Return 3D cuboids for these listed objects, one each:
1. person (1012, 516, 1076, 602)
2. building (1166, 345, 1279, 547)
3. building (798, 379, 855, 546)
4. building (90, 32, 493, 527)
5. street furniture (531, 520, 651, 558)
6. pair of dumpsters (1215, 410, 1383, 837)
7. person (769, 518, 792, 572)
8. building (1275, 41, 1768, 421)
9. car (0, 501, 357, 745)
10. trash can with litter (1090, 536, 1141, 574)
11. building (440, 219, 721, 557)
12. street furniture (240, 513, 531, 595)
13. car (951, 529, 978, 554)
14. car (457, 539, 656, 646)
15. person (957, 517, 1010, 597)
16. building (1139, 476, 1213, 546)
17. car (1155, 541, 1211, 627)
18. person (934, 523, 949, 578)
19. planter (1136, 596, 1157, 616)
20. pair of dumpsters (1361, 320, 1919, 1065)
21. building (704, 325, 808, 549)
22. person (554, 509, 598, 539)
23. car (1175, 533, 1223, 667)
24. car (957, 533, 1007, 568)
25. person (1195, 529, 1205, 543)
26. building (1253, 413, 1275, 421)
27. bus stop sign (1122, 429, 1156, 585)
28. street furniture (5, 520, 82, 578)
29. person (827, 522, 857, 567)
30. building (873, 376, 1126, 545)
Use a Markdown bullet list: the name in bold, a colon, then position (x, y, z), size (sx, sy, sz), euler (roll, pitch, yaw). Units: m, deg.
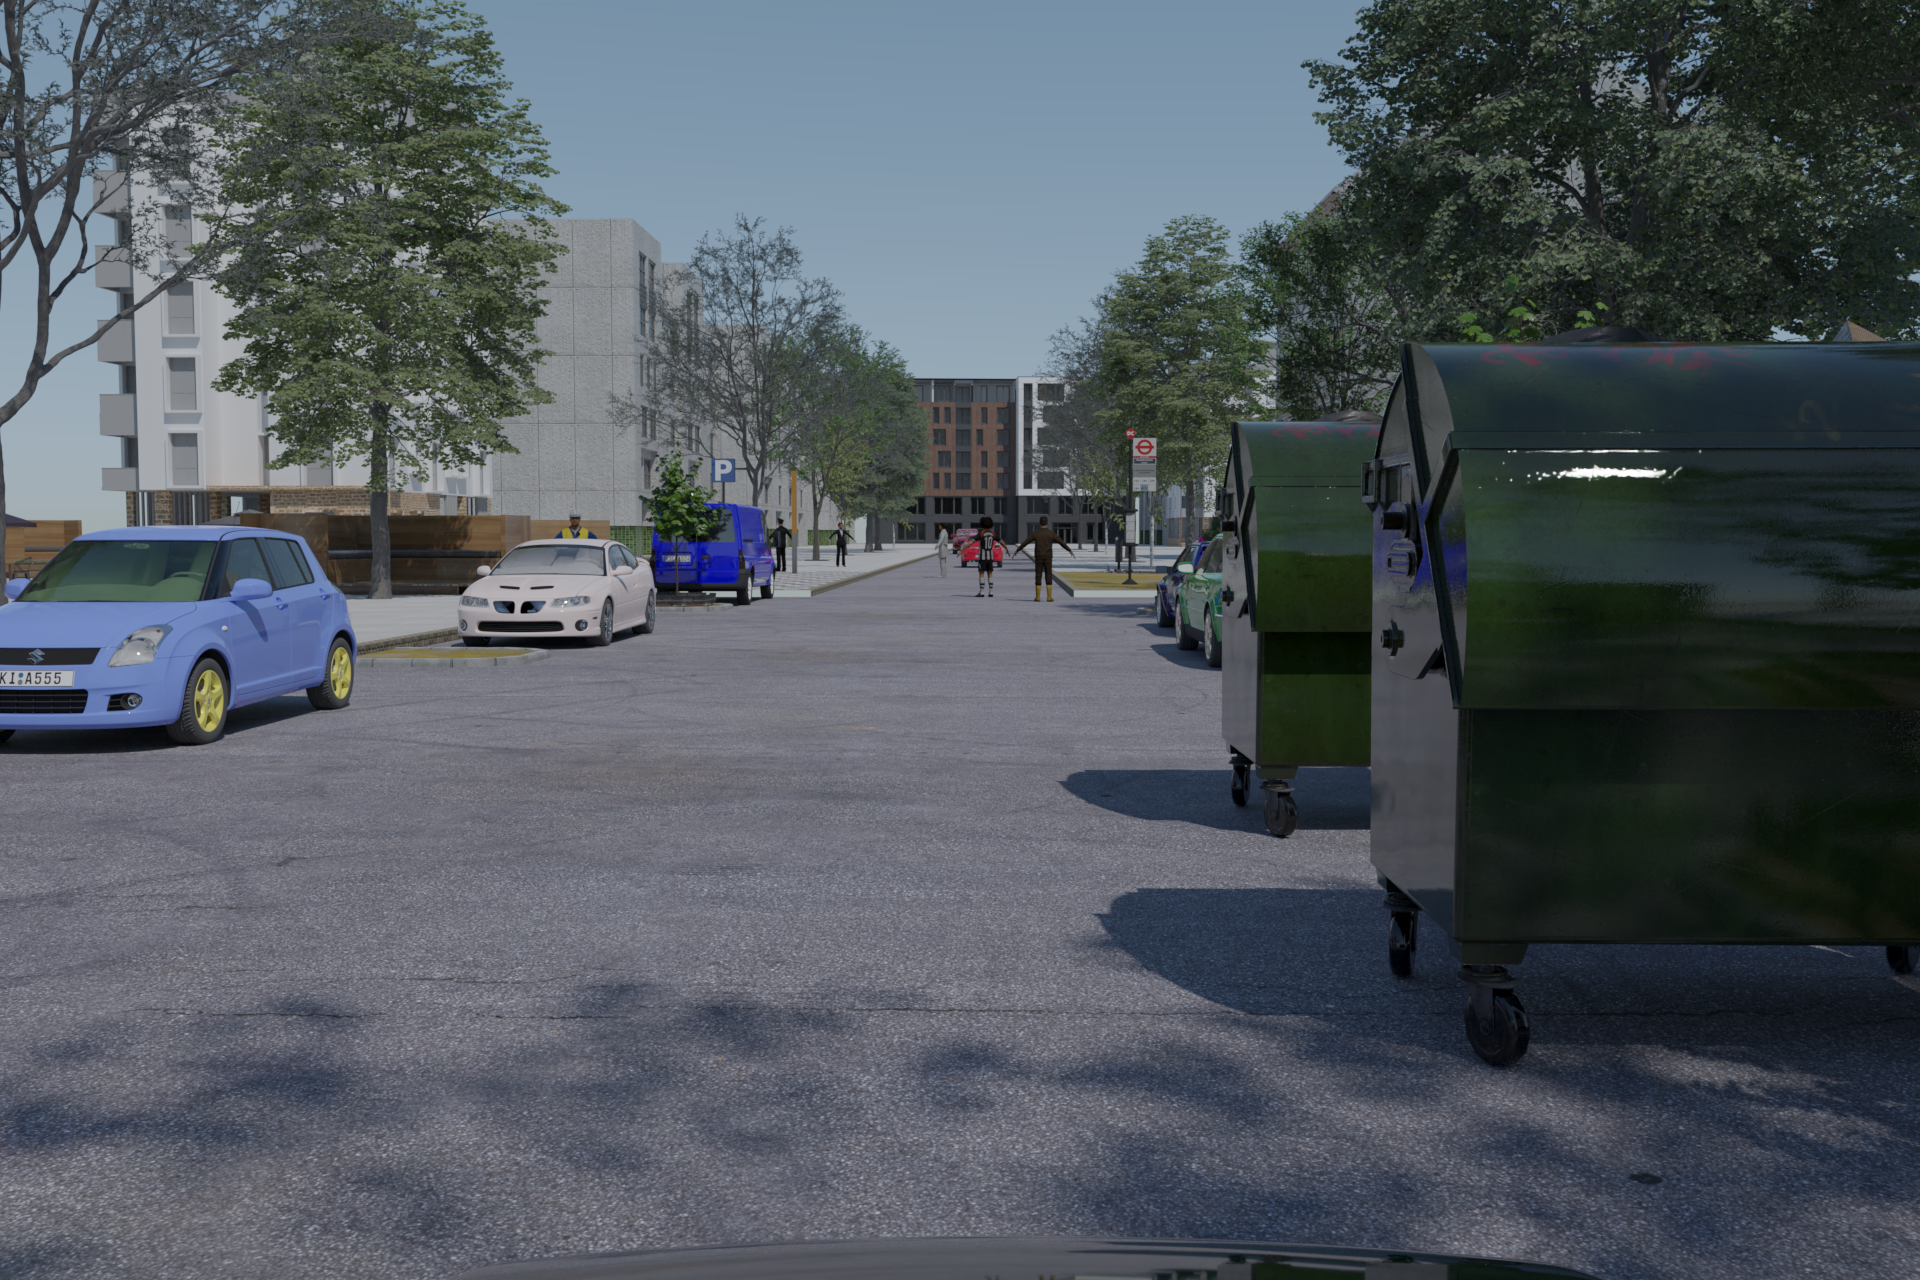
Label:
- **person**: position (1.771, -1.718, 36.680), size (1.346, 1.812, 0.704), euler (0, 4, 4)
- **building**: position (26.946, -19.906, 181.889), size (16.016, 20.090, 11.380), euler (0, 4, 2)
- **building**: position (-22.292, -20.738, 205.515), size (16.747, 18.905, 31.486), euler (0, 4, 2)
- **building**: position (-26.826, -12.871, 66.868), size (16.016, 20.090, 11.380), euler (0, 4, 1)
- **street furniture**: position (-12.963, -2.998, 55.869), size (11.010, 1.723, 9.812), euler (-3, 5, -39)
- **pair of dumpsters**: position (3.519, -0.227, 8.660), size (4.436, 2.255, 1.574), euler (0, 4, 0)
- **person**: position (-6.134, -3.251, 59.095), size (1.347, 1.837, 0.705), euler (-3, 5, -44)
- **building**: position (26.232, -15.518, 84.650), size (19.493, 23.208, 18.063), euler (0, 4, 1)
- **car**: position (-5.918, -0.203, 12.908), size (1.945, 1.707, 3.694), euler (0, 4, 1)
- **trash can with litter**: position (5.156, -2.814, 57.068), size (1.678, 1.210, 2.233), euler (0, 4, 1)
- **building**: position (-26.432, -15.096, 113.270), size (16.747, 18.905, 31.486), euler (0, 4, 1)
- **street furniture**: position (-13.768, -2.078, 40.830), size (11.010, 1.723, 9.812), euler (0, 4, 4)
- **car**: position (0.510, -7.051, 123.960), size (2.281, 1.827, 5.304), euler (0, 4, 1)
- **car**: position (-5.381, -0.688, 23.610), size (2.083, 1.381, 4.827), euler (0, 4, 1)
- **person**: position (0.573, -1.877, 39.283), size (1.345, 1.843, 0.704), euler (-2, 4, -26)
- **building**: position (31.226, -20.878, 207.805), size (16.747, 18.905, 31.486), euler (0, 4, 1)
- **car**: position (3.896, -0.786, 25.439), size (1.945, 1.354, 3.894), euler (0, 4, 0)
- **person**: position (-0.588, -2.954, 56.935), size (0.705, 1.806, 1.347), euler (1, 4, 12)
- **planter**: position (4.201, -0.617, 31.227), size (1.991, 0.319, 1.994), euler (0, 4, 2)
- **pair of dumpsters**: position (3.462, -0.009, 5.091), size (4.436, 2.255, 1.574), euler (0, 4, 2)
- **building**: position (-24.615, -18.097, 162.343), size (16.747, 18.905, 31.486), euler (0, 4, 2)
- **person**: position (-6.211, -1.197, 27.989), size (1.349, 1.833, 0.705), euler (-1, 4, -12)
- **car**: position (3.556, -0.684, 19.984), size (1.959, 1.807, 4.718), euler (0, 4, 0)
- **car**: position (0.954, -4.041, 75.115), size (2.155, 1.783, 4.494), euler (0, 4, 1)
- **person**: position (6.695, -2.326, 47.296), size (0.991, 1.433, 0.599), euler (0, 4, -5)
- **building**: position (25.587, -10.636, 116.047), size (9.099, 9.664, 28.070), euler (0, 4, 2)
- **bus stop sign**: position (4.536, -3.377, 43.923), size (0.855, 3.939, 0.416), euler (0, 4, 1)
- **street furniture**: position (-30.568, -2.803, 52.679), size (9.812, 1.723, 11.010), euler (3, 5, 42)
- **person**: position (-4.626, -3.722, 67.581), size (1.216, 1.740, 0.721), euler (-1, 4, -22)
- **building**: position (4.422, -23.846, 236.313), size (32.646, 21.610, 27.936), euler (0, 4, -4)
